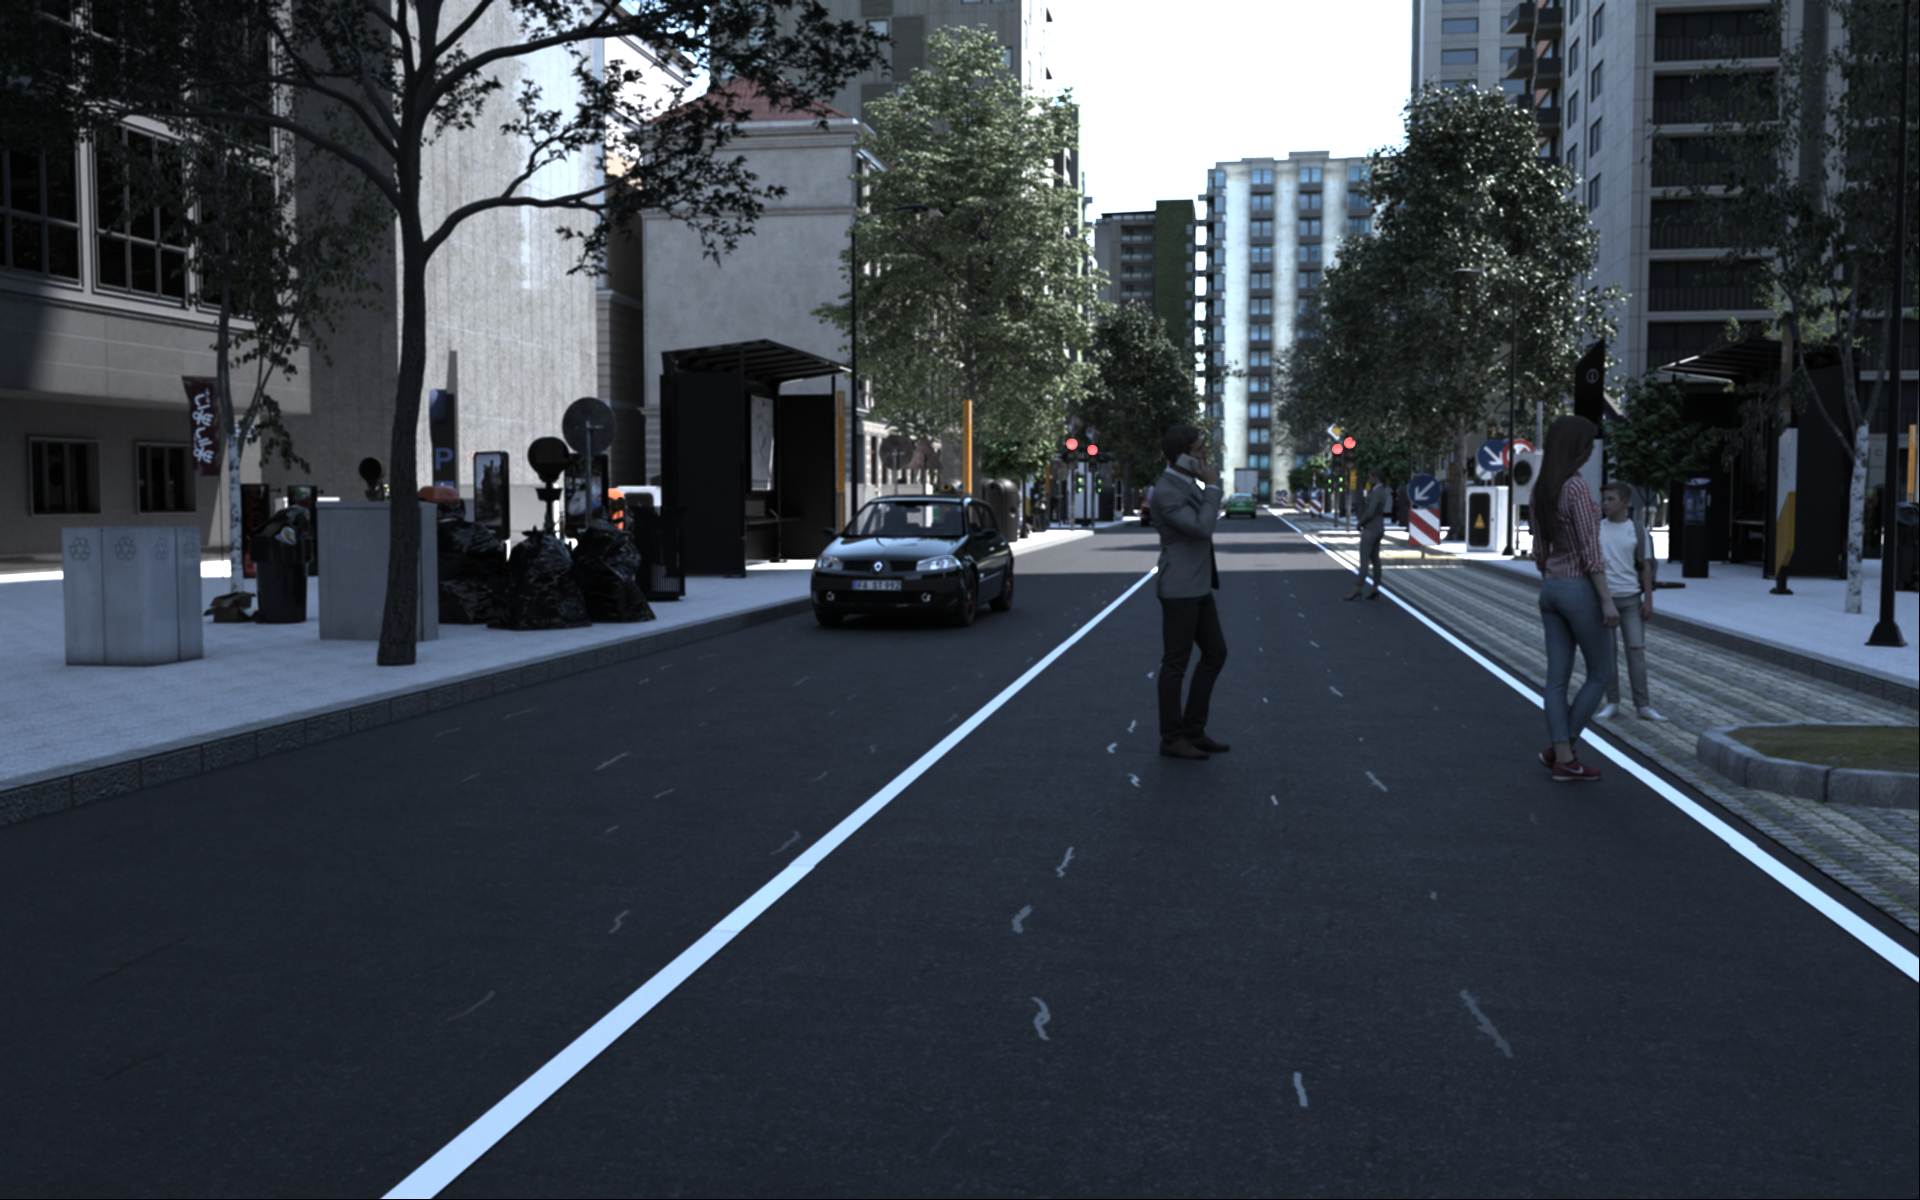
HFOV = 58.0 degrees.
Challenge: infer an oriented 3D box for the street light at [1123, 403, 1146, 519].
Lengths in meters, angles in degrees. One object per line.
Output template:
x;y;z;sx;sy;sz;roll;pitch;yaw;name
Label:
8.780;-7.084;88.363;1.470;5.913;1.316;1;4;9;street light

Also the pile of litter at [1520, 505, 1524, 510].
31.724;-5.182;98.683;1.176;0.858;1.719;0;4;-8;pile of litter

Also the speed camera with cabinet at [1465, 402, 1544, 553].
11.938;-2.653;37.708;0.660;3.252;2.038;-2;4;-26;speed camera with cabinet

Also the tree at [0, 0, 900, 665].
-3.910;-4.795;12.810;7.601;10.594;8.767;-1;4;-17;tree

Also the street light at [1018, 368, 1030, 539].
2.357;-4.686;49.160;1.470;5.913;1.316;1;4;9;street light

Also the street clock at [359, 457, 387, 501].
-11.591;-1.814;34.229;0.471;2.002;0.358;0;4;7;street clock

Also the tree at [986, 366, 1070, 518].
3.514;-8.687;92.389;4.737;8.622;4.395;0;3;0;tree

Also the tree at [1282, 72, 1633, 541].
13.703;-7.982;47.507;9.611;12.733;9.660;0;3;0;tree

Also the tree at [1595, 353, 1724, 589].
9.634;-1.791;23.890;1.663;3.219;1.824;0;3;0;tree

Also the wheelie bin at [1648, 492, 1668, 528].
26.441;-3.536;65.729;0.693;1.594;0.980;3;4;37;wheelie bin

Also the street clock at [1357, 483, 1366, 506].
21.160;-5.305;91.312;0.358;2.002;0.471;-1;4;-22;street clock

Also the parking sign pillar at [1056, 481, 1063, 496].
6.888;-7.583;112.451;1.447;3.967;1.447;3;4;39;parking sign pillar

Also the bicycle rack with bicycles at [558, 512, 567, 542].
-9.000;-1.761;42.175;2.852;0.926;2.925;-1;4;-17;bicycle rack with bicycles

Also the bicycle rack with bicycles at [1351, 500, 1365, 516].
23.566;-5.285;99.795;2.852;0.926;2.925;-3;5;-44;bicycle rack with bicycles

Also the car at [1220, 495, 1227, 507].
29.224;-11.247;196.250;2.083;1.381;4.827;0;4;8;car

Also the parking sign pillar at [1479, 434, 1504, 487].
22.877;-5.266;74.572;1.447;3.967;1.447;-3;5;-41;parking sign pillar

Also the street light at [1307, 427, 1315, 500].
24.386;-8.892;117.929;1.470;5.913;1.316;1;4;9;street light

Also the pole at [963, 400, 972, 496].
0.156;-2.680;37.657;0.158;3.312;0.155;0;3;0;pole

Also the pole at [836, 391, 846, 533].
-2.367;-2.481;34.407;0.158;3.312;0.155;0;3;0;pole

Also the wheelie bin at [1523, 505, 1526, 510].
33.896;-5.927;104.810;0.980;1.594;0.693;-1;4;-9;wheelie bin

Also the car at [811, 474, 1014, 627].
-0.475;-0.629;20.072;2.009;1.686;4.222;1;4;11;car

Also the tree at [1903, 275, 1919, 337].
19.232;-4.913;30.689;4.737;8.622;4.395;0;3;0;tree

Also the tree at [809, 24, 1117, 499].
0.102;-7.638;43.012;7.486;12.596;7.792;0;3;0;tree

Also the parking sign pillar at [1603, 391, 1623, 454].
14.909;-3.173;40.344;1.447;3.967;1.447;-1;4;-9;parking sign pillar

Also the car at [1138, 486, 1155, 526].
9.225;-4.260;78.316;2.281;1.827;5.304;0;4;8;car

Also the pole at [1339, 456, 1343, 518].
20.508;-6.078;93.216;0.158;3.312;0.155;0;3;0;pole

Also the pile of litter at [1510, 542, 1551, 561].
11.418;-1.180;33.260;1.176;0.858;1.719;-2;4;-26;pile of litter

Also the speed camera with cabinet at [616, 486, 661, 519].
-6.388;-2.631;37.357;2.038;3.252;0.660;-1;4;-13;speed camera with cabinet

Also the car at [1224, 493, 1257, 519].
16.687;-5.757;102.926;1.959;1.807;4.718;1;4;9;car

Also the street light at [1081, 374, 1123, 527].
5.408;-5.785;67.133;1.470;5.913;1.316;1;4;9;street light

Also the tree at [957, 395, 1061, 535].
1.517;-4.337;54.626;4.285;4.588;4.351;0;3;0;tree

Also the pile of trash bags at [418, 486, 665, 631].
-4.712;-0.498;17.891;3.447;1.369;1.912;3;5;44;pile of trash bags

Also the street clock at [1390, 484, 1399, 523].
18.957;-4.344;75.598;0.358;2.002;0.471;3;4;37;street clock

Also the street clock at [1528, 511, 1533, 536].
17.681;-2.993;53.502;0.471;2.002;0.358;1;4;20;street clock

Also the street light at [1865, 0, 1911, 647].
7.330;-2.573;14.617;1.470;5.913;1.316;1;4;9;street light

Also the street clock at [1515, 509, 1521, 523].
25.136;-4.493;78.024;0.358;2.002;0.471;-3;4;-38;street clock

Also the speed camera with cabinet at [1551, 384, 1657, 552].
11.454;-2.226;30.727;2.038;3.252;0.660;-2;4;-27;speed camera with cabinet

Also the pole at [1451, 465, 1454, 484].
34.563;-7.813;121.591;0.158;3.312;0.155;0;3;0;pole

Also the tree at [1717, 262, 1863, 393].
25.542;-6.286;53.142;4.737;8.622;4.395;0;3;0;tree

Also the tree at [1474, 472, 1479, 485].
35.313;-7.505;117.311;1.663;3.219;1.824;0;3;0;tree

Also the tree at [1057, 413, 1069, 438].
9.480;-11.080;131.514;4.360;8.622;3.978;0;3;0;tree

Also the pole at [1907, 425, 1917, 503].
27.992;-3.494;50.967;0.158;3.312;0.155;0;3;0;pole

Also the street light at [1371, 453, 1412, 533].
14.394;-5.192;57.432;1.470;5.913;1.316;1;4;9;street light

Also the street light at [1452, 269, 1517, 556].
10.858;-3.870;35.821;1.470;5.913;1.316;1;4;9;street light

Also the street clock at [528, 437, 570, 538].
-5.223;-1.068;22.035;0.471;2.002;0.358;-2;4;-35;street clock

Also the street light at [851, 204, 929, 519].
-1.186;-3.389;27.958;1.470;5.913;1.316;1;4;9;street light

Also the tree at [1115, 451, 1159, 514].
11.669;-7.871;112.412;4.285;4.588;4.351;0;3;0;tree

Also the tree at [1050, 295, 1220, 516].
9.657;-11.207;100.244;9.611;12.733;9.660;0;3;0;tree

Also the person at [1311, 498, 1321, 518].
19.367;-5.266;94.376;0.755;1.850;0.659;3;4;36;person

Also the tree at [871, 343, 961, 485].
-1.953;-7.726;76.684;4.737;8.622;4.395;0;3;0;tree

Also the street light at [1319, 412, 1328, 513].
20.921;-7.595;96.715;1.470;5.913;1.316;1;4;9;street light

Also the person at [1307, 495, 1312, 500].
44.530;-12.943;220.651;0.750;1.759;0.617;1;4;12;person

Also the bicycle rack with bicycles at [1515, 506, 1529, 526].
22.330;-3.533;71.143;2.925;0.926;2.852;-1;4;-11;bicycle rack with bicycles

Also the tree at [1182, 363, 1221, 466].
15.872;-13.978;138.908;12.009;13.543;11.850;0;3;0;tree

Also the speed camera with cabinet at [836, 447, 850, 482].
-4.812;-4.754;72.069;0.660;3.252;2.038;-1;4;-12;speed camera with cabinet

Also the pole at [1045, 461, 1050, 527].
3.400;-4.488;67.214;0.158;3.312;0.155;0;3;0;pole

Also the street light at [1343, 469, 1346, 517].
17.339;-6.274;75.126;1.470;5.913;1.316;1;4;9;street light

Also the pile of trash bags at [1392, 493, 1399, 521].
21.602;-4.479;82.979;1.912;1.369;3.447;-1;4;-12;pile of trash bags

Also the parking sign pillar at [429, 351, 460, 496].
-9.495;-2.661;31.976;1.447;3.967;1.447;-1;4;-13;parking sign pillar
